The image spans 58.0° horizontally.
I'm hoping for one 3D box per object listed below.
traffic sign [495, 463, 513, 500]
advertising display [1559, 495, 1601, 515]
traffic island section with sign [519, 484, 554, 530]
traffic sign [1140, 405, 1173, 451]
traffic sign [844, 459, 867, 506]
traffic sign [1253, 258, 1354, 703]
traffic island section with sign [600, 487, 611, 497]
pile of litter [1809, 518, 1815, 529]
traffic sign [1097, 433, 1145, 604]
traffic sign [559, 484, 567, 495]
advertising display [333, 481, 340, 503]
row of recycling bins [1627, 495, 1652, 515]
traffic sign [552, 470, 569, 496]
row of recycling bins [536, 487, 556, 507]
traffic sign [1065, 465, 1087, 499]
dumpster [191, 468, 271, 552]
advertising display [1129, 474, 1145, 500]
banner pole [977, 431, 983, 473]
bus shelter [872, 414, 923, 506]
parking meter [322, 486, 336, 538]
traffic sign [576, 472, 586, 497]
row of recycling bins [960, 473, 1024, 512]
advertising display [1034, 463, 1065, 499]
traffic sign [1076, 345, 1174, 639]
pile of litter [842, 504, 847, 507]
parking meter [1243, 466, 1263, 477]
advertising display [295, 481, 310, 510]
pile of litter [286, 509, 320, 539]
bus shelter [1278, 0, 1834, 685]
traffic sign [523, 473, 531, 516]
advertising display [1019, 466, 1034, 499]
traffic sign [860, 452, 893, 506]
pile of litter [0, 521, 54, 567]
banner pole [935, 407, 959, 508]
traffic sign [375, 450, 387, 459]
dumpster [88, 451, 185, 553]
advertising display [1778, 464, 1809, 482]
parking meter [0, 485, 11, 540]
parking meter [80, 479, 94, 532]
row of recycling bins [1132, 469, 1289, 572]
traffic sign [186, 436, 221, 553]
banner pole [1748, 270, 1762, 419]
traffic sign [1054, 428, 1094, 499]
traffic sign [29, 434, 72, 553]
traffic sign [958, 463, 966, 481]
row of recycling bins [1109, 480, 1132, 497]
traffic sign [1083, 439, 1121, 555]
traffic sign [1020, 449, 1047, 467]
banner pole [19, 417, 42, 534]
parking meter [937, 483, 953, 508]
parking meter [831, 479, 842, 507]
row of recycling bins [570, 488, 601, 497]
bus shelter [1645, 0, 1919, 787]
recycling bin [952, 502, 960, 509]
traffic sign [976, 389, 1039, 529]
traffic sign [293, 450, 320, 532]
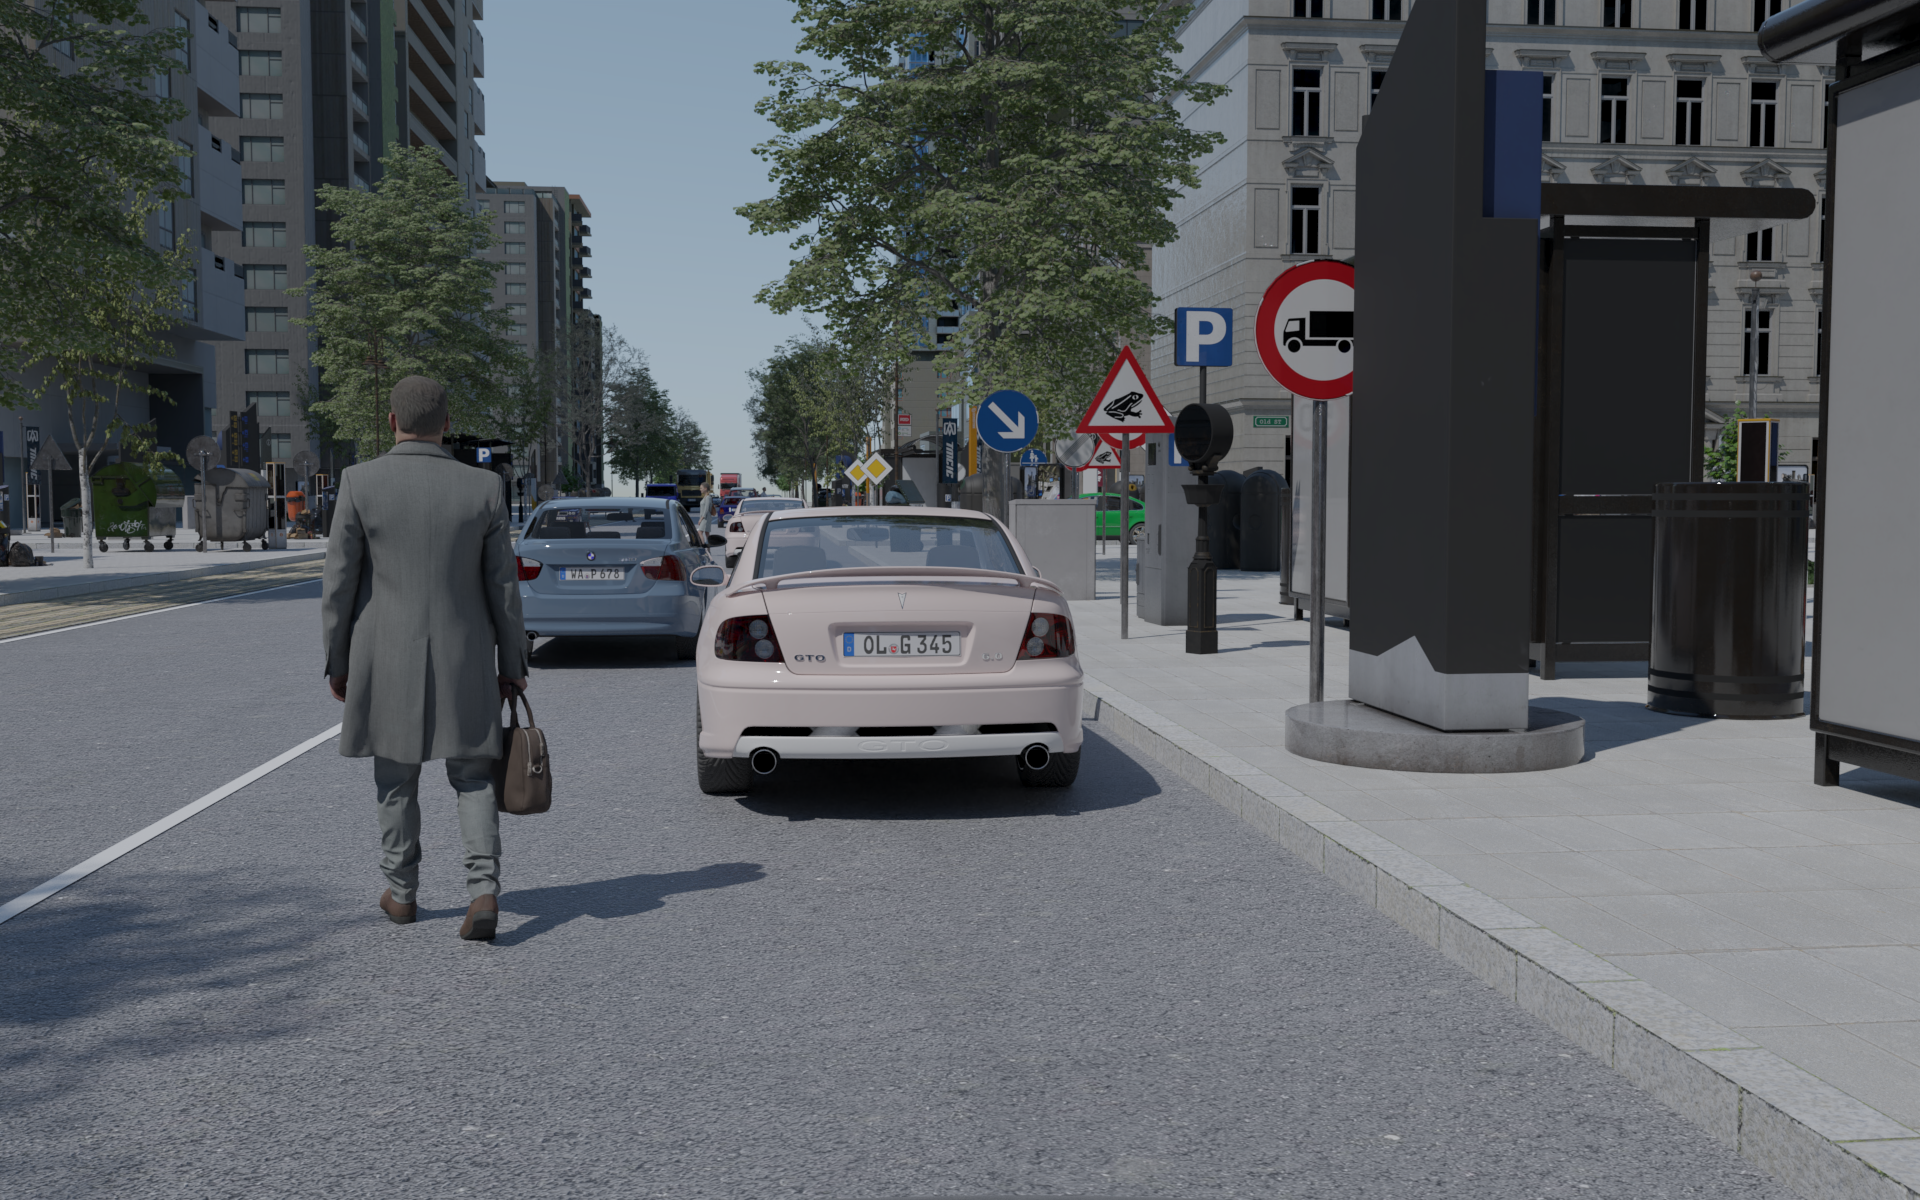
[{"bbox_3d":[-18.780,-4.357,71.347,0.768,2.556,0.104,0,4,1],"label":"traffic sign"},{"bbox_3d":[13.301,-1.955,37.177,0.974,1.923,0.123,3,5,40],"label":"advertising display"},{"bbox_3d":[-16.747,-3.762,70.133,1.989,1.847,2.006,0,4,-6],"label":"traffic island section with sign"},{"bbox_3d":[2.515,-1.269,21.932,0.795,2.450,0.064,0,4,-5],"label":"traffic sign"},{"bbox_3d":[-2.895,-2.781,49.113,0.795,2.450,0.064,0,4,-6],"label":"traffic sign"},{"bbox_3d":[1.967,-0.573,9.483,0.768,2.556,0.104,0,4,-4],"label":"traffic sign"},{"bbox_3d":[-19.824,-5.409,97.070,1.989,1.847,2.006,0,4,-6],"label":"traffic island section with sign"},{"bbox_3d":[31.003,-3.033,63.558,1.176,0.858,1.719,-1,4,-12],"label":"pile of litter"},{"bbox_3d":[1.905,-1.222,20.092,0.768,2.556,0.104,0,4,-6],"label":"traffic sign"},{"bbox_3d":[-23.403,-6.304,103.068,0.884,2.594,0.081,0,4,-4],"label":"traffic sign"},{"bbox_3d":[-31.355,-5.053,87.826,0.123,1.923,0.974,2,4,30],"label":"advertising display"},{"bbox_3d":[41.682,-5.997,105.168,1.069,1.692,3.534,-2,4,-27],"label":"row of recycling bins"},{"bbox_3d":[-21.292,-5.645,92.299,0.884,2.594,0.081,0,4,1],"label":"traffic sign"},{"bbox_3d":[-22.920,-5.414,95.634,1.069,1.692,3.534,0,4,-6],"label":"row of recycling bins"},{"bbox_3d":[2.724,-2.451,40.172,0.768,2.556,0.104,0,4,-1],"label":"traffic sign"},{"bbox_3d":[-16.337,-2.024,38.849,1.264,1.857,1.865,0,4,-6],"label":"dumpster"},{"bbox_3d":[5.713,-3.164,56.950,0.974,1.923,0.123,-3,5,-45],"label":"advertising display"},{"bbox_3d":[0.686,-3.942,54.465,0.863,3.779,0.401,-3,5,-40],"label":"banner pole"},{"bbox_3d":[-3.204,-6.514,84.140,2.179,5.291,8.768,0,4,-7],"label":"bus shelter"},{"bbox_3d":[-18.649,-2.616,51.188,0.372,1.533,0.369,0,3,0],"label":"parking meter"},{"bbox_3d":[-22.757,-6.320,103.337,0.884,2.594,0.081,0,4,-4],"label":"traffic sign"},{"bbox_3d":[0.713,-1.727,35.341,1.069,1.692,3.534,1,4,11],"label":"row of recycling bins"},{"bbox_3d":[1.916,-1.915,36.521,0.123,1.923,0.974,-2,4,-26],"label":"advertising display"},{"bbox_3d":[1.455,-0.932,15.244,0.884,2.594,0.081,0,4,0],"label":"traffic sign"},{"bbox_3d":[-5.121,-3.833,76.631,1.719,0.858,1.176,1,4,13],"label":"pile of litter"},{"bbox_3d":[6.217,-1.906,36.876,0.399,1.863,0.255,3,5,40],"label":"parking meter"},{"bbox_3d":[-31.682,-4.788,83.497,0.123,1.923,0.974,1,4,13],"label":"advertising display"},{"bbox_3d":[-18.909,-2.165,49.370,1.176,0.858,1.719,-3,5,-42],"label":"pile of litter"},{"bbox_3d":[4.342,-2.352,16.087,2.179,5.291,8.768,0,4,-6],"label":"bus shelter"},{"bbox_3d":[-25.660,-6.306,103.204,0.768,2.556,0.104,0,4,-5],"label":"traffic sign"},{"bbox_3d":[1.562,-2.099,39.527,0.123,1.923,0.974,1,4,20],"label":"advertising display"},{"bbox_3d":[-1.989,-2.296,41.179,0.795,2.450,0.064,0,4,-6],"label":"traffic sign"},{"bbox_3d":[-17.056,-1.019,30.634,1.719,0.858,1.176,-1,4,-10],"label":"pile of litter"},{"bbox_3d":[-0.439,-3.675,50.108,0.863,3.779,0.401,-1,4,-21],"label":"banner pole"},{"bbox_3d":[-13.263,-2.219,39.917,0.795,2.450,0.064,0,4,-6],"label":"traffic sign"},{"bbox_3d":[-18.431,-2.218,38.751,1.502,2.255,1.985,0,4,-7],"label":"dumpster"},{"bbox_3d":[17.955,-1.982,37.625,0.974,1.923,0.123,-1,4,-13],"label":"advertising display"},{"bbox_3d":[-26.527,-2.419,47.962,0.372,1.533,0.369,0,3,0],"label":"parking meter"},{"bbox_3d":[-29.288,-3.206,58.130,0.399,1.863,0.255,-2,4,-30],"label":"parking meter"},{"bbox_3d":[4.446,-1.405,30.091,1.069,1.692,3.534,-2,4,-27],"label":"row of recycling bins"},{"bbox_3d":[-16.487,-2.302,37.749,0.768,2.556,0.104,0,4,3],"label":"traffic sign"},{"bbox_3d":[8.814,-1.788,19.252,0.401,3.779,0.863,1,4,21],"label":"banner pole"},{"bbox_3d":[2.192,-2.028,33.265,0.768,2.556,0.104,0,4,-1],"label":"traffic sign"},{"bbox_3d":[-19.770,-2.304,37.667,0.884,2.594,0.081,0,4,-5],"label":"traffic sign"},{"bbox_3d":[-0.158,-4.306,70.516,0.768,2.556,0.104,0,4,-2],"label":"traffic sign"},{"bbox_3d":[6.179,-2.719,51.570,3.534,1.692,1.069,0,4,-6],"label":"row of recycling bins"},{"bbox_3d":[3.033,-2.228,36.438,0.884,2.594,0.081,0,4,0],"label":"traffic sign"},{"bbox_3d":[2.071,-2.973,48.720,0.768,2.556,0.104,0,4,-1],"label":"traffic sign"},{"bbox_3d":[-30.221,-4.051,56.249,0.401,3.779,0.863,2,4,27],"label":"banner pole"},{"bbox_3d":[-0.367,-2.018,41.398,0.372,1.533,0.369,0,3,0],"label":"parking meter"},{"bbox_3d":[-4.697,-3.686,65.984,0.399,1.863,0.255,-3,5,-43],"label":"parking meter"},{"bbox_3d":[-25.414,-6.775,117.892,1.069,1.692,3.534,1,4,19],"label":"row of recycling bins"},{"bbox_3d":[4.730,-1.744,6.144,2.179,5.291,8.768,0,4,-7],"label":"bus shelter"},{"bbox_3d":[-0.019,-2.779,57.991,0.722,1.027,0.722,2,4,34],"label":"recycling bin"},{"bbox_3d":[0.579,-1.291,21.213,0.768,2.556,0.104,0,4,3],"label":"traffic sign"},{"bbox_3d":[-19.055,-3.083,50.507,0.768,2.556,0.104,0,4,-4],"label":"traffic sign"}]
